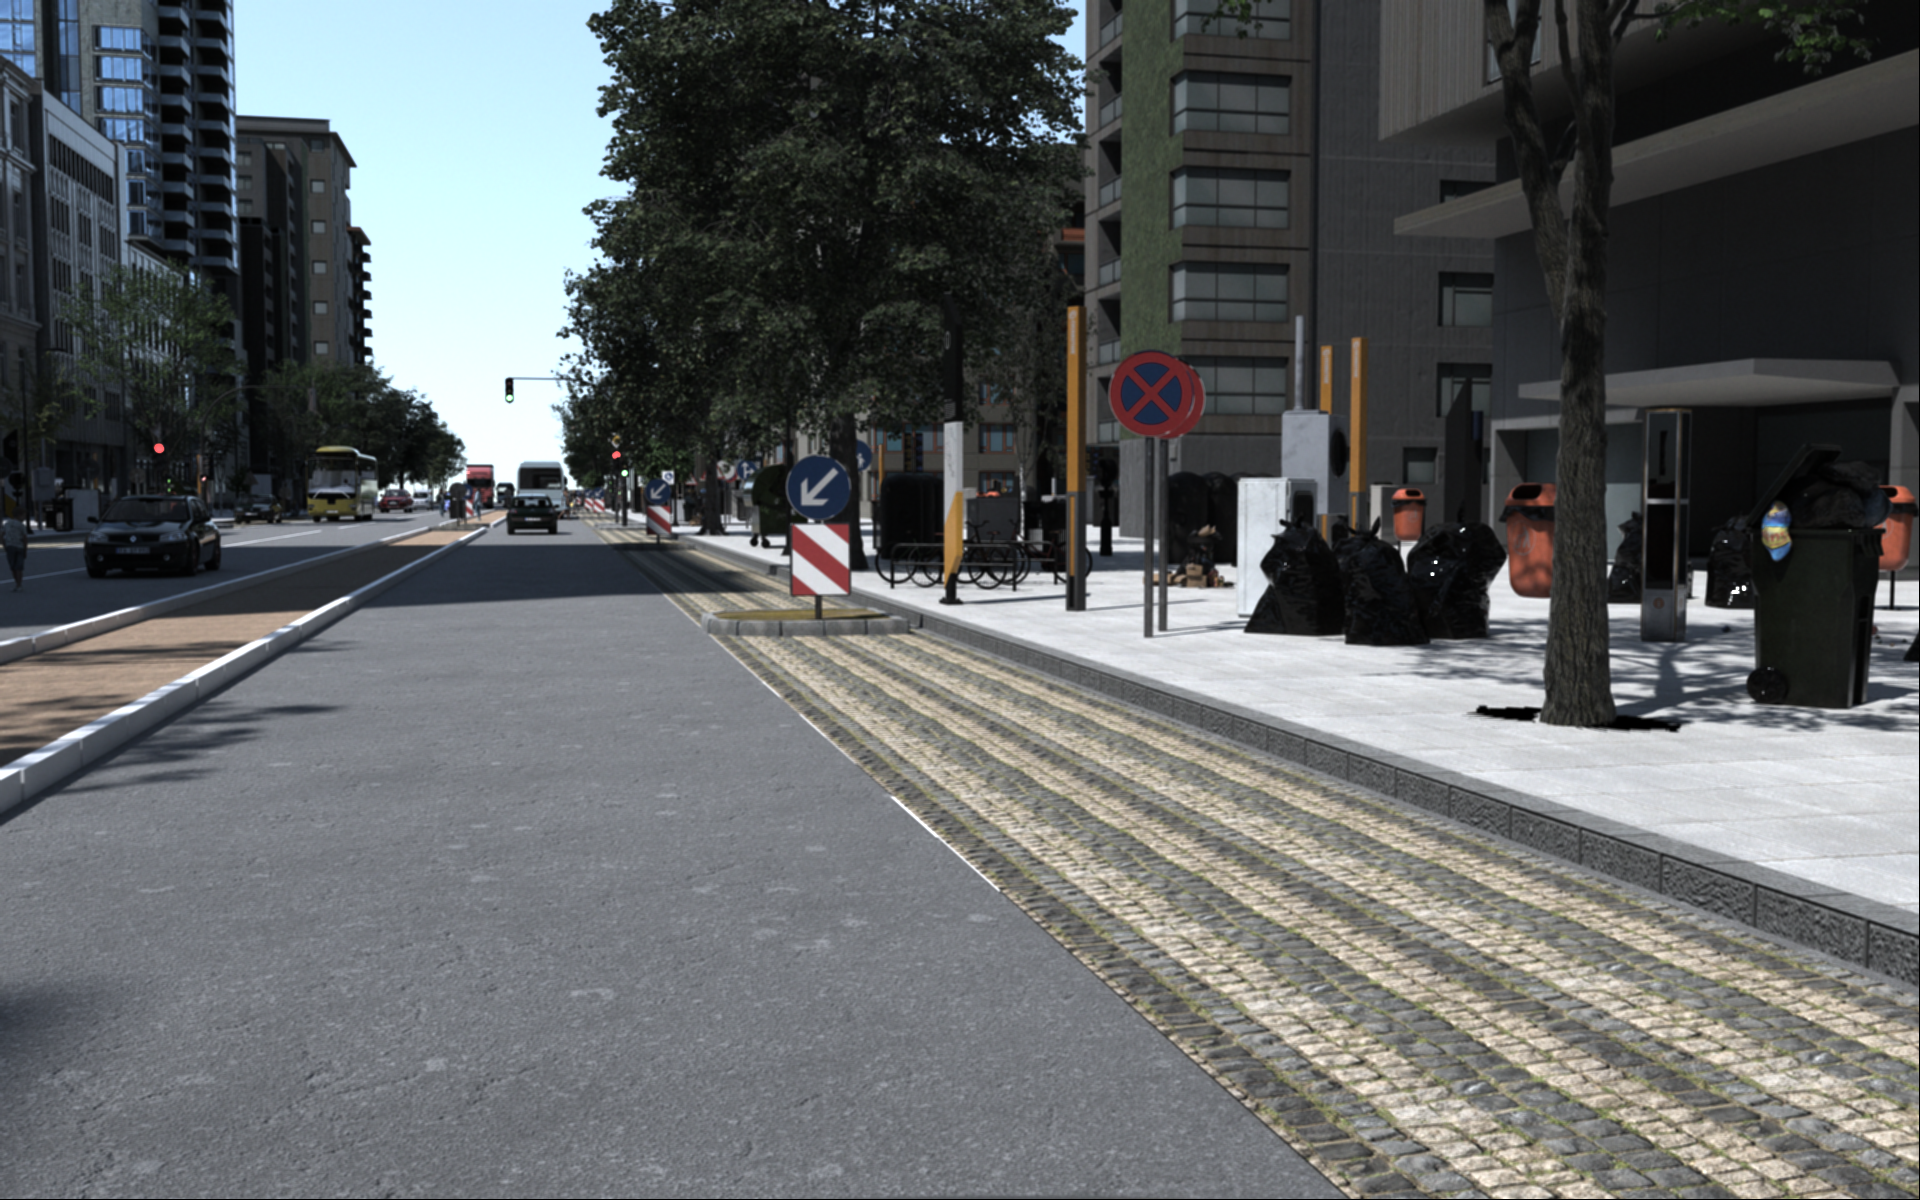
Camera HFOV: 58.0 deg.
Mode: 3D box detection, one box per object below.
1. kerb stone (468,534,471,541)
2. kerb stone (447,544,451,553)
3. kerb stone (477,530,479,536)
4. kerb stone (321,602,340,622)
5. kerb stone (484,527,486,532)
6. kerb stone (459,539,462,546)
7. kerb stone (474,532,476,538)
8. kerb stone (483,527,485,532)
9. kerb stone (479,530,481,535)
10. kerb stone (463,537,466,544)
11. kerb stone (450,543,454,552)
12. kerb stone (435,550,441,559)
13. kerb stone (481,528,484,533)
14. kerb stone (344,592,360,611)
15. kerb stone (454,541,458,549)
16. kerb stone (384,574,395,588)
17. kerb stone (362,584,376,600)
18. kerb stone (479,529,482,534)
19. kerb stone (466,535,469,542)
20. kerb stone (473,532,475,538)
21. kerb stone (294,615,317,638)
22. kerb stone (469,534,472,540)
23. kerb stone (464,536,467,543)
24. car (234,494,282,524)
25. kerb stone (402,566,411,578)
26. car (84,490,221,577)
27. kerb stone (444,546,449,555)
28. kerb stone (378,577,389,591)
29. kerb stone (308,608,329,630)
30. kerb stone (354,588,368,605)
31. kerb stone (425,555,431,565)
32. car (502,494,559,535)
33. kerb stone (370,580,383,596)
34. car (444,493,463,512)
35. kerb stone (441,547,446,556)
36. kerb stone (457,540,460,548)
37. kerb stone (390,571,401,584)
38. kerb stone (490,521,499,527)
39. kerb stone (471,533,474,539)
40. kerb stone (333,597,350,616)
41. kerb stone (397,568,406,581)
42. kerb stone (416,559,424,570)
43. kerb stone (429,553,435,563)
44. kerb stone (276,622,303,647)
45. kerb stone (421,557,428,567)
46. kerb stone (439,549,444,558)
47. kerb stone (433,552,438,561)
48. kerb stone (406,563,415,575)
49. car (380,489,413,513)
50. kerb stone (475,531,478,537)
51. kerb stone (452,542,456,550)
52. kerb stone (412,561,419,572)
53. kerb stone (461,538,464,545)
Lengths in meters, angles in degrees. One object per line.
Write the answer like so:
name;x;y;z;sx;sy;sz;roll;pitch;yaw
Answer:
kerb stone;-14.689;-1.789;51.442;0.120;0.150;1.000;-1;4;-13
kerb stone;-12.334;-1.179;41.476;0.120;0.150;1.000;-1;4;-13
kerb stone;-16.102;-2.154;57.415;0.120;0.150;1.000;-1;4;-13
kerb stone;-7.148;0.163;19.531;0.120;0.150;1.000;-1;4;-13
kerb stone;-17.518;-2.520;63.398;0.120;0.150;1.000;-1;4;-13
kerb stone;-13.513;-1.484;46.454;0.120;0.150;1.000;-1;4;-13
kerb stone;-15.646;-2.032;55.419;0.120;0.150;1.000;-1;4;-13
kerb stone;-17.282;-2.454;62.402;0.120;0.150;1.000;-1;4;-13
kerb stone;-16.336;-2.215;58.412;0.120;0.150;1.000;-1;4;-13
kerb stone;-13.981;-1.603;48.444;0.120;0.150;1.000;-1;4;-13
kerb stone;-12.573;-1.240;42.470;0.120;0.150;1.000;-1;4;-13
kerb stone;-11.387;-0.935;37.483;0.120;0.150;1.000;-1;4;-13
kerb stone;-17.042;-2.398;61.406;0.120;0.150;1.000;-1;4;-13
kerb stone;-7.611;0.041;21.523;0.120;0.150;1.000;-1;4;-13
kerb stone;-13.047;-1.362;44.459;0.120;0.150;1.000;-1;4;-13
kerb stone;-8.791;-0.263;26.502;0.120;0.150;1.000;-1;4;-13
kerb stone;-8.082;-0.081;23.514;0.120;0.150;1.000;-1;4;-13
kerb stone;-16.579;-2.276;59.407;0.120;0.150;1.000;-1;4;-13
kerb stone;-14.456;-1.728;50.441;0.120;0.150;1.000;-1;4;-13
kerb stone;-15.397;-1.971;54.428;0.120;0.150;1.000;-1;4;-13
kerb stone;-6.666;0.287;17.537;0.120;0.150;1.000;-1;4;-13
kerb stone;-14.927;-1.847;52.438;0.120;0.150;1.000;-1;4;-13
kerb stone;-14.219;-1.666;49.439;0.120;0.150;1.000;-1;4;-13
car;-34.286;-4.577;84.617;2.009;1.686;4.222;-1;4;-13
kerb stone;-9.499;-0.443;29.496;0.120;0.150;1.000;-1;4;-13
car;-14.486;-1.309;31.185;2.009;1.686;4.222;-1;4;-15
kerb stone;-12.095;-1.112;40.481;0.120;0.150;1.000;-1;4;-13
kerb stone;-8.555;-0.200;25.507;0.120;0.150;1.000;-1;4;-13
kerb stone;-6.908;0.224;18.537;0.120;0.150;1.000;-1;4;-13
kerb stone;-7.847;-0.020;22.517;0.120;0.150;1.000;-1;4;-13
kerb stone;-10.679;-0.746;34.489;0.120;0.150;1.000;-1;4;-13
car;-15.442;-3.218;62.403;2.009;1.686;4.222;-1;4;-15
kerb stone;-8.315;-0.142;24.512;0.120;0.150;1.000;-1;4;-13
car;-40.273;-7.841;137.784;1.945;1.707;3.694;-1;4;-15
kerb stone;-11.858;-1.053;39.481;0.120;0.150;1.000;-1;4;-13
kerb stone;-13.279;-1.423;45.456;0.120;0.150;1.000;-1;4;-13
kerb stone;-9.025;-0.324;27.497;0.120;0.150;1.000;-1;4;-13
kerb stone;-20.953;-3.402;77.917;0.120;0.150;1.000;-1;4;-13
kerb stone;-15.171;-1.910;53.431;0.120;0.150;1.000;-1;4;-13
kerb stone;-7.382;0.102;20.527;0.120;0.150;1.000;-1;4;-13
kerb stone;-9.262;-0.386;28.501;0.120;0.150;1.000;-1;4;-13
kerb stone;-10.211;-0.630;32.496;0.120;0.150;1.000;-1;4;-13
kerb stone;-10.914;-0.809;35.493;0.120;0.150;1.000;-1;4;-13
kerb stone;-6.437;0.351;16.540;0.120;0.150;1.000;-1;4;-13
kerb stone;-10.444;-0.691;33.493;0.120;0.150;1.000;-1;4;-13
kerb stone;-11.623;-0.996;38.477;0.120;0.150;1.000;-1;4;-13
kerb stone;-11.151;-0.874;36.487;0.120;0.150;1.000;-1;4;-13
kerb stone;-9.739;-0.508;30.493;0.120;0.150;1.000;-1;4;-13
car;-43.254;-7.602;132.961;2.281;1.827;5.304;-1;4;-12
kerb stone;-15.866;-2.093;56.420;0.120;0.150;1.000;-1;4;-13
kerb stone;-12.803;-1.301;43.467;0.120;0.150;1.000;-1;4;-13
kerb stone;-9.981;-0.567;31.488;0.120;0.150;1.000;-1;4;-13
kerb stone;-13.753;-1.543;47.448;0.120;0.150;1.000;-1;4;-13
